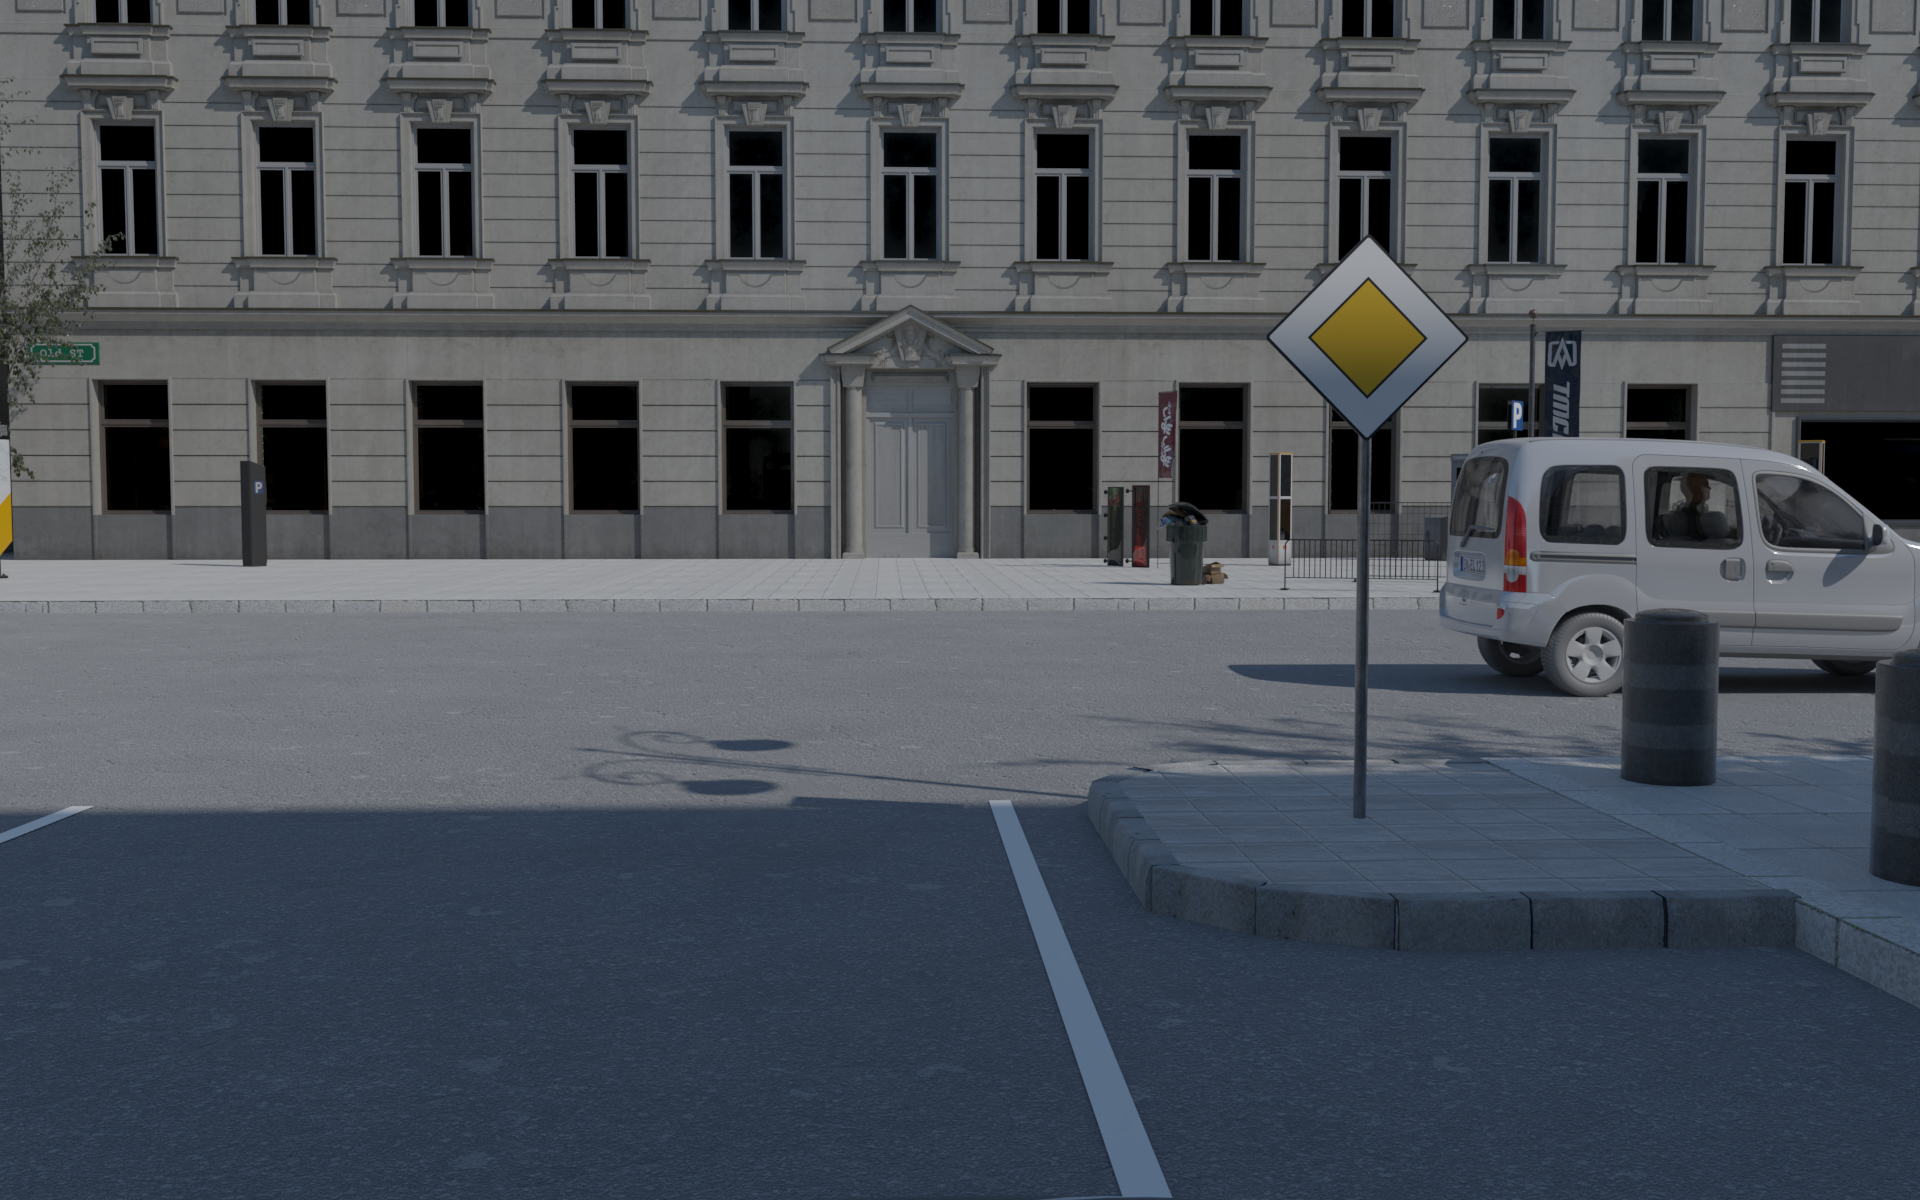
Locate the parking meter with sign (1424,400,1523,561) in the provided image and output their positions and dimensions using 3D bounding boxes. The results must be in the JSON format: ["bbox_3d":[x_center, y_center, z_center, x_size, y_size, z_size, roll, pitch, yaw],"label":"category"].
[{"bbox_3d":[9.747,-2.247,33.007,1.738,3.016,0.543,3,4,39],"label":"parking meter with sign"}]

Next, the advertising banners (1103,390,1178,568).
[{"bbox_3d":[3.142,-2.081,30.209,0.090,3.025,2.074,-2,4,-30],"label":"advertising banners"}]

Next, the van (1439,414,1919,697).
[{"bbox_3d":[5.780,-0.365,12.977,4.112,2.044,2.013,0,4,-2],"label":"van"}]

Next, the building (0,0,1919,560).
[{"bbox_3d":[2.751,-16.208,41.421,44.131,29.872,17.030,0,4,-2],"label":"building"}]

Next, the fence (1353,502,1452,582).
[{"bbox_3d":[6.870,-0.845,25.011,2.264,1.192,0.480,1,4,18],"label":"fence"}]

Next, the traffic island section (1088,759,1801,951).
[{"bbox_3d":[1.605,0.942,6.886,2.009,0.180,2.903,0,4,-2],"label":"traffic island section"}]

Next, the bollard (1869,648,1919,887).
[{"bbox_3d":[3.268,0.547,5.771,0.404,0.777,0.398,0,3,0],"label":"bollard"}]

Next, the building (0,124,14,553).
[{"bbox_3d":[-30.568,-12.289,37.090,21.152,22.565,11.583,0,4,-2],"label":"building"}]

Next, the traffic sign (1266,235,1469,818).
[{"bbox_3d":[1.582,-0.194,6.808,0.795,2.450,0.064,0,4,-2],"label":"traffic sign"}]

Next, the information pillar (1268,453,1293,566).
[{"bbox_3d":[5.725,-1.618,30.949,0.304,2.012,0.304,-2,4,-27],"label":"information pillar"}]

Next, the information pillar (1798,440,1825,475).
[{"bbox_3d":[11.697,-1.184,23.851,0.304,2.012,0.304,2,4,33],"label":"information pillar"}]

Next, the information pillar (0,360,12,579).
[{"bbox_3d":[-14.612,-2.132,26.219,0.183,3.616,0.504,1,4,12],"label":"information pillar"}]

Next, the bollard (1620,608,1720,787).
[{"bbox_3d":[3.182,0.425,7.766,0.404,0.777,0.398,0,3,0],"label":"bollard"}]

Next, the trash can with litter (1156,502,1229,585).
[{"bbox_3d":[3.320,-0.808,24.599,0.624,1.170,1.055,3,5,43],"label":"trash can with litter"}]

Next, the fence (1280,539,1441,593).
[{"bbox_3d":[5.294,-0.459,22.888,2.069,0.683,0.278,1,4,17],"label":"fence"}]

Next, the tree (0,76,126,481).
[{"bbox_3d":[-17.205,-4.891,30.333,4.360,8.622,3.978,0,3,0],"label":"tree"}]

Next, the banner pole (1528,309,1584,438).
[{"bbox_3d":[7.973,-2.046,23.469,0.863,3.779,0.401,2,4,27],"label":"banner pole"}]

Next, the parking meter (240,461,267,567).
[{"bbox_3d":[-12.496,-1.526,30.658,0.255,1.863,0.399,1,4,20],"label":"parking meter"}]
